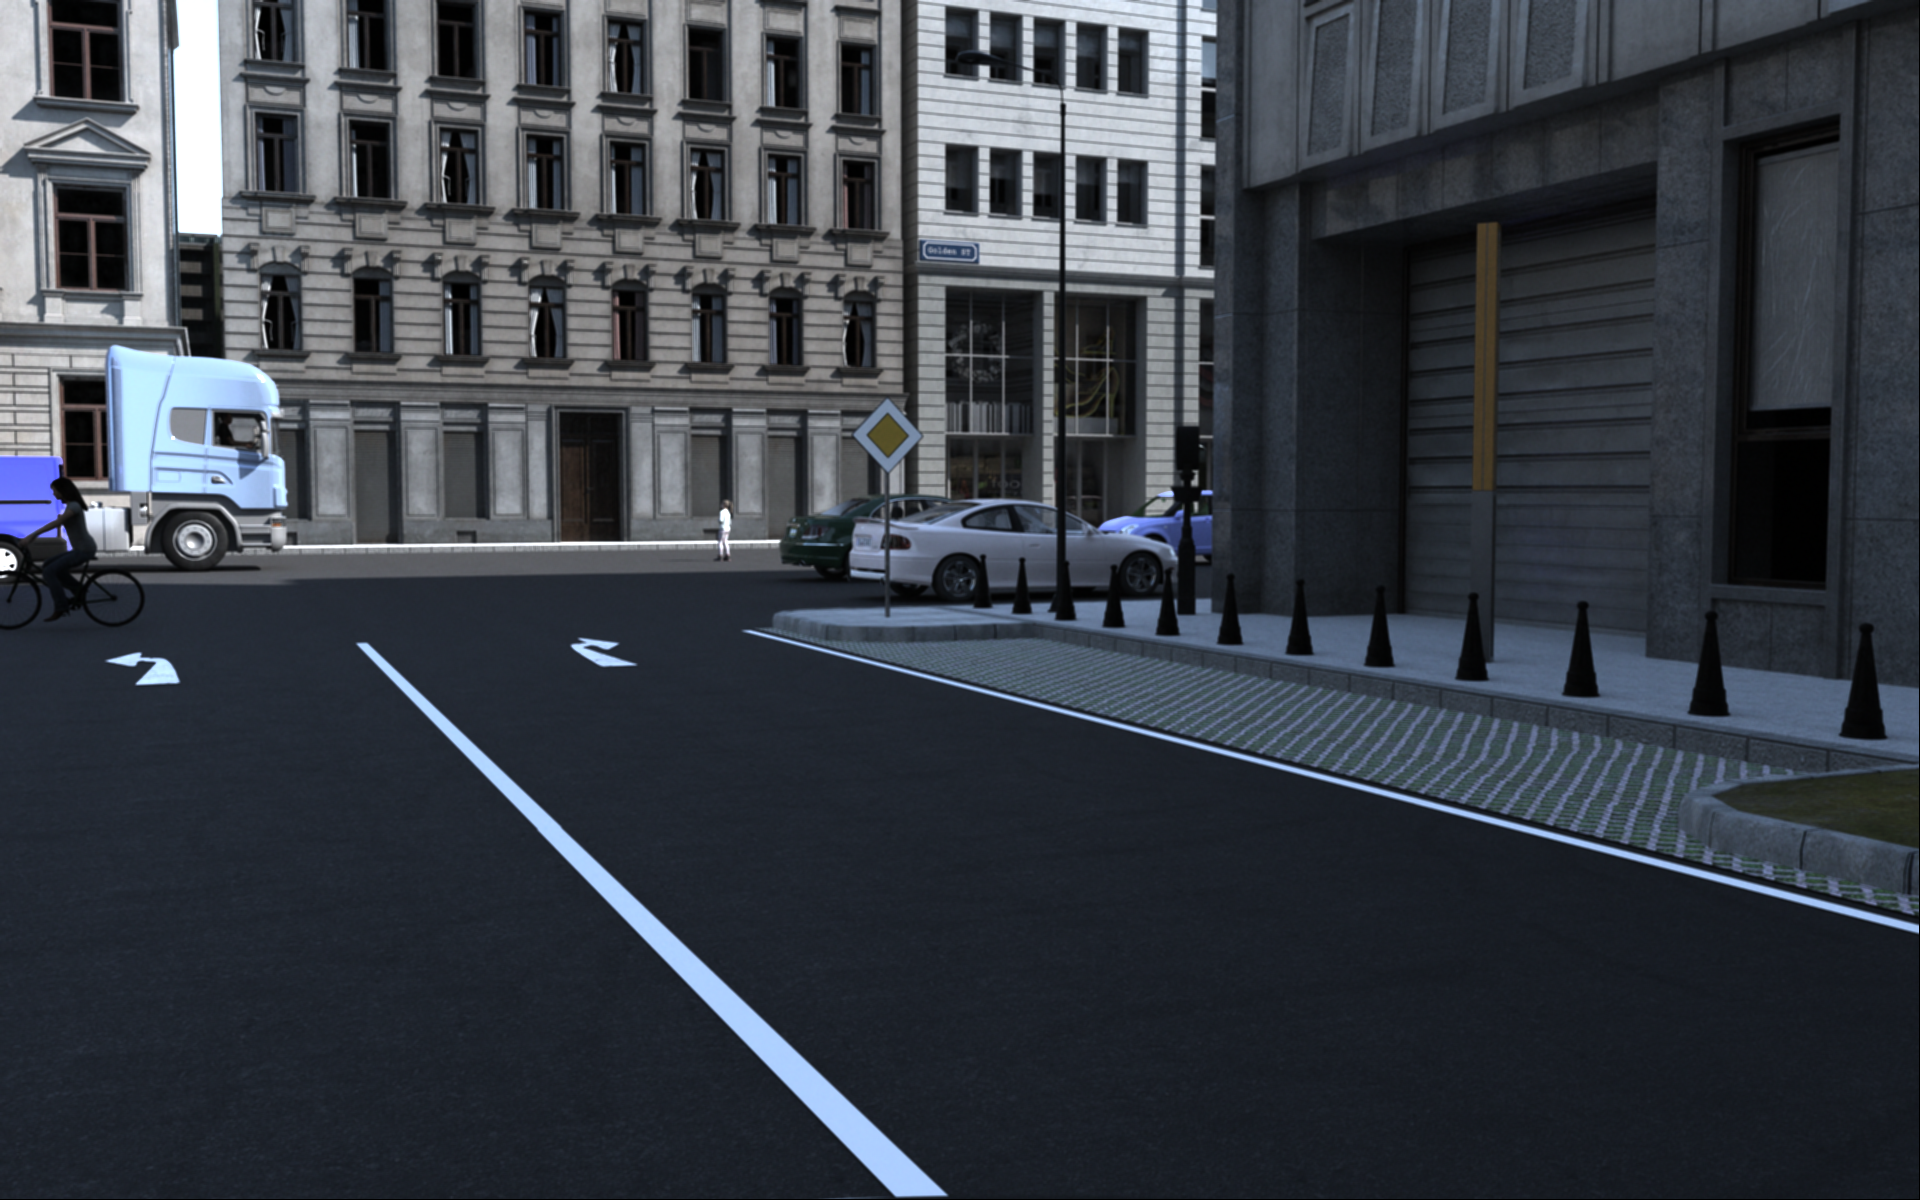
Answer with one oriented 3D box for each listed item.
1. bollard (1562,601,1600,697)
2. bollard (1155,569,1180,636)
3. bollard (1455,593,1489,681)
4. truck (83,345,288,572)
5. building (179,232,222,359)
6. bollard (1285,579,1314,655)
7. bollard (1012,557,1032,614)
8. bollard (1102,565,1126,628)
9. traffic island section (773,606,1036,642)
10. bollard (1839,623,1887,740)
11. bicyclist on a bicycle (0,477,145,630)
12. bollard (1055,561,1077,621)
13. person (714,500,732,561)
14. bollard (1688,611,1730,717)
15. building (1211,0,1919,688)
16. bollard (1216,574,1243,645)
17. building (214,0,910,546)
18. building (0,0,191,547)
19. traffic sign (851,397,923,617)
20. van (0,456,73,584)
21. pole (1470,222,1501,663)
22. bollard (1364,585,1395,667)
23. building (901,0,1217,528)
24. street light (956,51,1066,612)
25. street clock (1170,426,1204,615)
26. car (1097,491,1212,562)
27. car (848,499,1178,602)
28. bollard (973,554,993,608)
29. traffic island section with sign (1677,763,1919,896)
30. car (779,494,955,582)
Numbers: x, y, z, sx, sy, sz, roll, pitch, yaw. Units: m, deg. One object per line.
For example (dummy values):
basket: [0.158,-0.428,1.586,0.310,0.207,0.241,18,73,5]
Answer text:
bollard: [3.956,0.307,11.019,0.229,0.601,0.229,0,3,0]
bollard: [1.893,0.017,15.766,0.229,0.601,0.229,0,3,0]
bollard: [3.543,0.249,11.969,0.229,0.601,0.229,0,3,0]
truck: [-20.962,-2.451,29.839,18.799,4.110,2.967,-2,4,-24]
building: [-85.610,-25.831,194.046,14.107,30.474,14.160,-2,4,-23]
bollard: [2.721,0.133,13.866,0.229,0.601,0.229,0,3,0]
bollard: [0.668,-0.157,18.602,0.229,0.601,0.229,0,3,0]
bollard: [1.485,-0.041,16.708,0.229,0.601,0.229,0,3,0]
traffic island section: [-0.741,0.257,18.082,2.009,0.180,2.903,-2,4,-23]
bollard: [4.772,0.423,9.134,0.229,0.601,0.229,0,3,0]
bicyclist on a bicycle: [-9.594,-0.516,18.459,1.625,1.676,1.499,-2,4,-24]
bollard: [1.079,-0.098,17.652,0.229,0.601,0.229,0,3,0]
person: [-5.090,-1.490,37.139,0.394,1.301,0.425,0,4,6]
bollard: [4.364,0.365,10.076,0.229,0.601,0.229,0,3,0]
building: [12.181,-11.821,11.302,12.078,24.808,19.932,-2,4,-23]
bollard: [2.311,0.076,14.807,0.229,0.601,0.229,0,3,0]
building: [-11.562,-12.249,49.424,18.267,20.994,9.793,-2,4,-23]
building: [-30.169,-12.629,42.637,21.152,22.565,11.583,-2,4,-23]
traffic sign: [-0.759,-0.878,17.997,0.795,2.450,0.064,-2,4,-23]
van: [-17.056,-1.415,27.522,5.245,2.365,2.240,-2,4,-24]
pole: [3.989,-1.181,13.152,0.158,3.312,0.155,0,3,0]
bollard: [3.131,0.191,12.915,0.229,0.601,0.229,0,3,0]
building: [10.177,-17.283,60.071,29.804,29.767,11.434,-2,4,-23]
street light: [0.607,-2.814,18.542,1.470,5.913,1.316,-2,4,-23]
street clock: [2.412,-0.846,18.409,0.358,2.002,0.471,0,4,4]
car: [4.496,-1.576,35.361,3.694,1.707,1.945,-2,4,-23]
car: [0.819,-0.730,24.291,4.827,1.381,2.083,-2,4,-25]
bollard: [0.260,-0.215,19.549,0.229,0.601,0.229,0,3,0]
traffic island section with sign: [4.090,0.105,6.904,1.989,1.847,2.006,-2,4,-23]
car: [-0.614,-1.079,29.439,4.920,1.459,2.131,-2,4,-23]
